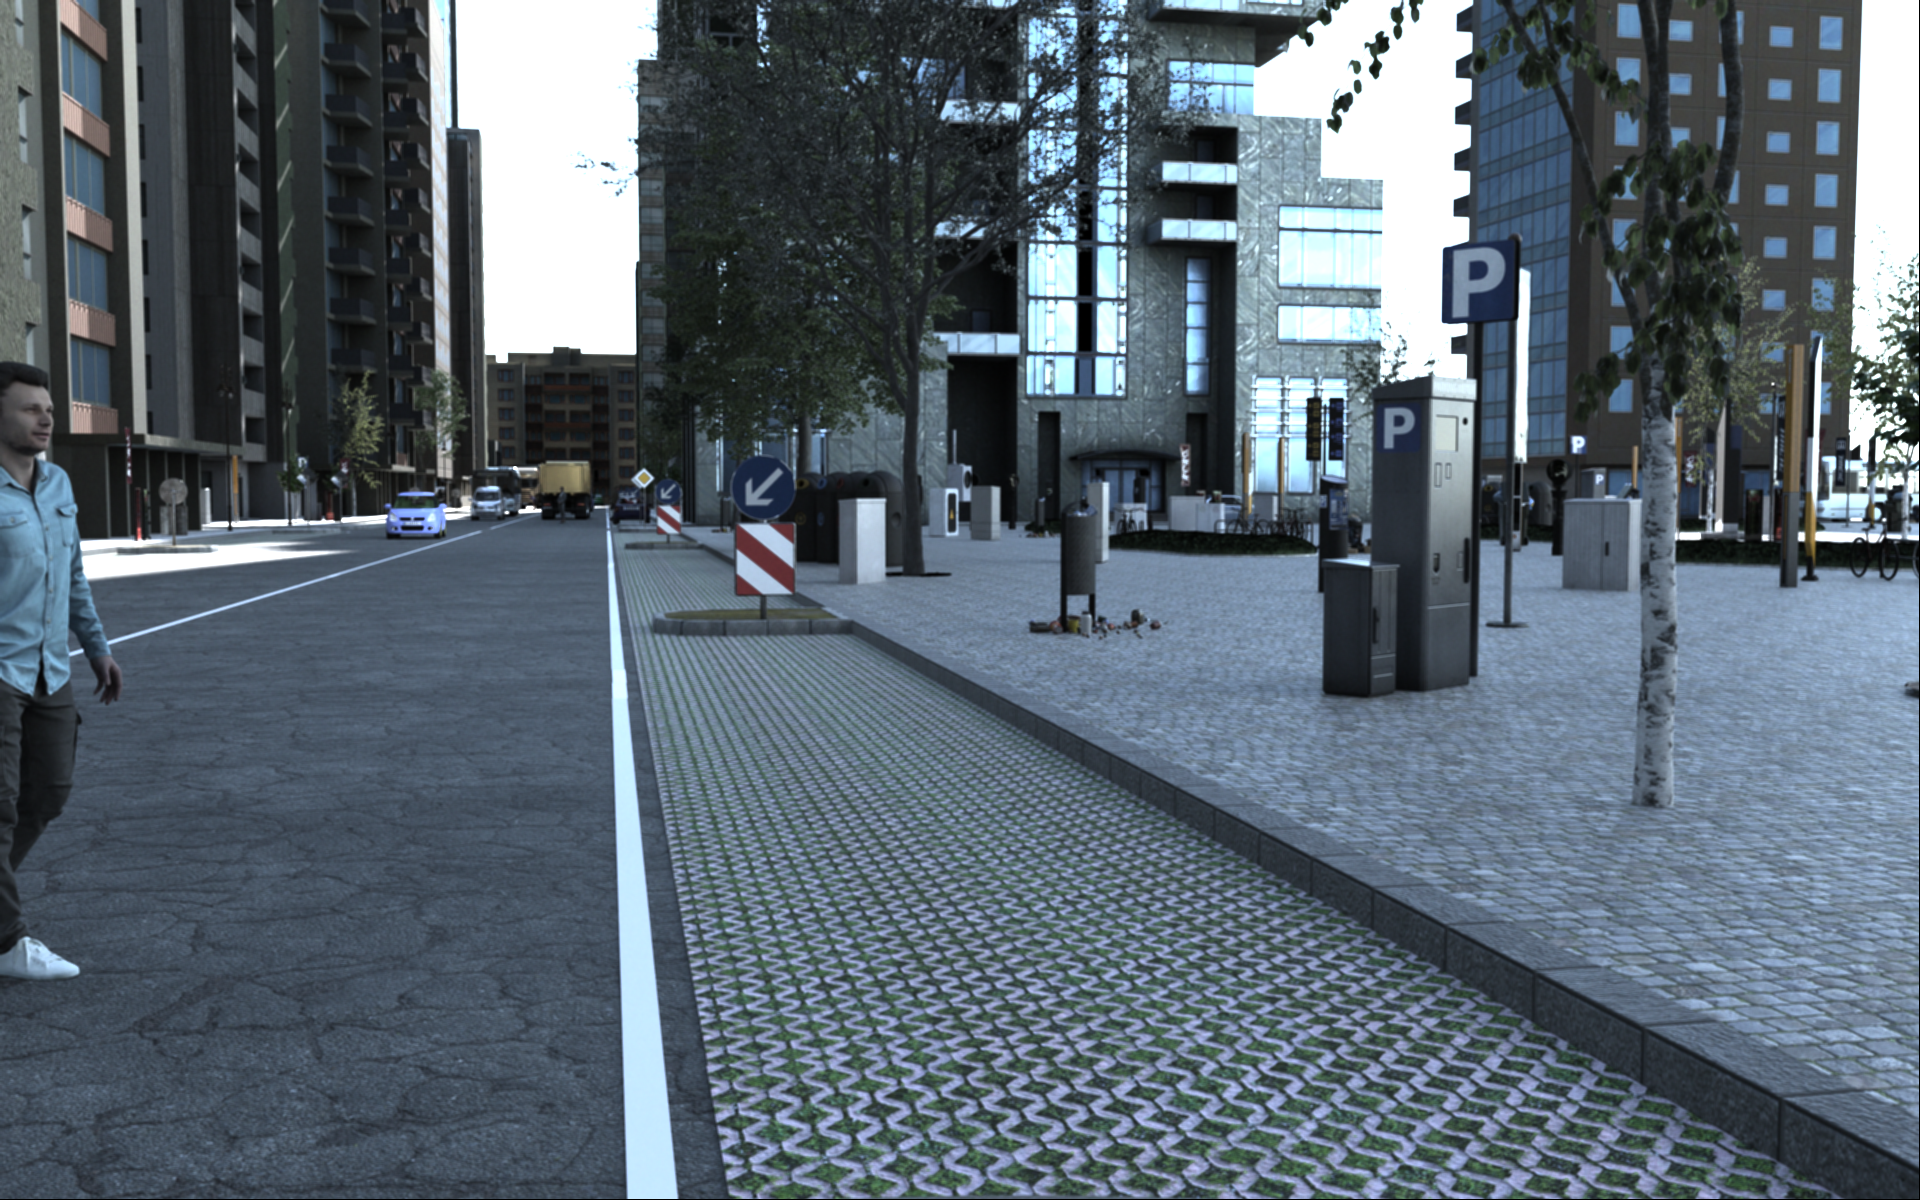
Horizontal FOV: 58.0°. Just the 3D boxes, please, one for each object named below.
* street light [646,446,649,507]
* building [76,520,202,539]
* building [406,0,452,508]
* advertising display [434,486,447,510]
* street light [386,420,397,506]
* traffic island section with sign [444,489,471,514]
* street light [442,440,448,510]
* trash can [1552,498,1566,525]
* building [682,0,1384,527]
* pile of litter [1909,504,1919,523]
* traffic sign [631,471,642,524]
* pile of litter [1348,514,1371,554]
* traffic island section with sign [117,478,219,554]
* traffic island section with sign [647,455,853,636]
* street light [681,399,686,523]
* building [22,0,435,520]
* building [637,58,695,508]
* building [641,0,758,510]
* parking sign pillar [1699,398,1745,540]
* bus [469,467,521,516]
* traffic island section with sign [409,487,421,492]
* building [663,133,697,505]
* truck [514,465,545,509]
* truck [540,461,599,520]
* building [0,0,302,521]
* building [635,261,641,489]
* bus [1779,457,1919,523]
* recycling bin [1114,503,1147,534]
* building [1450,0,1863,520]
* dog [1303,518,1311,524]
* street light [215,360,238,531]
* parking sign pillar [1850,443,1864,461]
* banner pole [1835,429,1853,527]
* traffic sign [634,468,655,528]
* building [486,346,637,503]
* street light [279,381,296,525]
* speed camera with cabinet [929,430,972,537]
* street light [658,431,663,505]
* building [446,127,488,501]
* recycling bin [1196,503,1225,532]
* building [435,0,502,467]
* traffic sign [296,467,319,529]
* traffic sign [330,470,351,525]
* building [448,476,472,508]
[{"bbox_3d":[-26.520,-10.662,147.104,0.468,5.910,1.993,-1,4,-12],"label":"street light"},{"bbox_3d":[-38.200,-24.123,49.037,28.867,44.769,22.147,-1,4,-12],"label":"building"},{"bbox_3d":[-51.927,-30.536,149.377,14.600,45.320,14.200,-1,4,-12],"label":"building"},{"bbox_3d":[-43.042,-8.457,143.493,0.974,1.923,0.123,0,4,-6],"label":"advertising display"},{"bbox_3d":[-34.731,-8.139,105.854,0.468,5.910,1.993,-1,4,-12],"label":"street light"},{"bbox_3d":[-35.815,-7.011,123.262,1.989,1.847,2.006,-1,4,-12],"label":"traffic island section with sign"},{"bbox_3d":[-41.839,-10.265,140.618,0.468,5.910,1.993,-1,4,-12],"label":"street light"},{"bbox_3d":[22.259,-3.248,64.755,0.748,1.137,0.748,0,3,0],"label":"trash can"},{"bbox_3d":[2.150,-47.082,82.458,31.000,86.520,22.319,-1,4,-12],"label":"building"},{"bbox_3d":[42.883,-3.869,77.224,1.719,0.858,1.176,1,4,9],"label":"pile of litter"},{"bbox_3d":[-13.627,-4.293,73.829,0.795,2.450,0.064,-1,4,-12],"label":"traffic sign"},{"bbox_3d":[8.786,-1.455,37.755,1.719,0.858,1.176,-1,4,-21],"label":"pile of litter"},{"bbox_3d":[-19.251,-2.057,42.253,1.989,1.847,2.006,-1,4,-12],"label":"traffic island section with sign"},{"bbox_3d":[-2.246,-0.592,18.313,1.989,1.847,2.006,-1,4,-12],"label":"traffic island section with sign"},{"bbox_3d":[-12.390,-6.415,77.672,0.468,5.910,1.993,-1,4,-12],"label":"street light"},{"bbox_3d":[-46.216,-27.912,110.986,22.147,44.769,28.867,-1,4,-12],"label":"building"},{"bbox_3d":[-23.940,-29.605,167.642,14.154,41.232,14.086,-1,4,-12],"label":"building"},{"bbox_3d":[-23.737,-45.638,184.441,20.563,71.187,20.611,-1,4,-12],"label":"building"},{"bbox_3d":[21.829,-3.716,49.226,1.447,3.967,1.447,1,4,15],"label":"parking sign pillar"},{"bbox_3d":[-30.634,-7.332,114.740,2.948,3.499,13.247,-1,4,-12],"label":"bus"},{"bbox_3d":[-30.326,-5.369,96.412,1.989,1.847,2.006,-1,4,-12],"label":"traffic island section with sign"},{"bbox_3d":[-17.274,-22.677,142.467,14.160,30.474,14.107,-1,4,-12],"label":"building"},{"bbox_3d":[-41.754,-10.934,167.689,2.839,4.237,11.283,-1,4,-10],"label":"truck"},{"bbox_3d":[-22.913,-6.424,100.962,3.469,3.379,9.791,-1,4,-10],"label":"truck"},{"bbox_3d":[-40.339,-19.014,82.581,14.160,30.474,14.107,-1,4,-12],"label":"building"},{"bbox_3d":[-33.370,-27.188,216.226,14.160,30.474,14.107,-1,4,-12],"label":"building"},{"bbox_3d":[44.704,-5.300,81.516,13.247,3.499,2.948,-1,4,-12],"label":"bus"},{"bbox_3d":[4.662,-2.131,47.400,0.722,1.027,0.722,-1,4,-12],"label":"recycling bin"},{"bbox_3d":[35.333,-26.857,89.215,14.200,45.320,14.600,-1,4,-12],"label":"building"},{"bbox_3d":[15.105,-3.399,75.759,0.748,0.427,0.550,0,4,4],"label":"dog"},{"bbox_3d":[-25.315,-5.328,59.895,0.468,5.910,1.993,-1,4,-12],"label":"street light"},{"bbox_3d":[47.552,-6.363,92.501,1.447,3.967,1.447,-2,4,-26],"label":"parking sign pillar"},{"bbox_3d":[34.365,-4.730,67.351,0.401,3.779,0.863,-1,4,-21],"label":"banner pole"},{"bbox_3d":[-12.029,-3.814,66.005,0.795,2.450,0.064,-1,4,-12],"label":"traffic sign"},{"bbox_3d":[-54.556,-24.260,241.686,28.899,21.520,27.650,-1,4,-12],"label":"building"},{"bbox_3d":[-27.604,-6.018,71.181,0.468,5.910,1.993,-1,4,-12],"label":"street light"},{"bbox_3d":[-0.278,-3.565,52.616,0.660,3.252,2.038,1,4,23],"label":"speed camera with cabinet"},{"bbox_3d":[-19.404,-8.541,112.429,0.468,5.910,1.993,-1,4,-12],"label":"street light"},{"bbox_3d":[-58.878,-30.785,186.935,14.154,41.232,14.086,-1,4,-12],"label":"building"},{"bbox_3d":[6.971,-2.182,48.230,0.722,1.027,0.722,1,4,15],"label":"recycling bin"},{"bbox_3d":[-71.153,-54.497,203.694,31.000,86.520,22.319,-1,4,-12],"label":"building"},{"bbox_3d":[-23.932,-3.667,63.602,0.795,2.450,0.064,-1,4,-12],"label":"traffic sign"},{"bbox_3d":[-25.531,-4.146,71.426,0.795,2.450,0.064,-1,4,-12],"label":"traffic sign"},{"bbox_3d":[-64.366,-29.026,166.454,32.217,40.220,23.993,-1,4,-12],"label":"building"}]
